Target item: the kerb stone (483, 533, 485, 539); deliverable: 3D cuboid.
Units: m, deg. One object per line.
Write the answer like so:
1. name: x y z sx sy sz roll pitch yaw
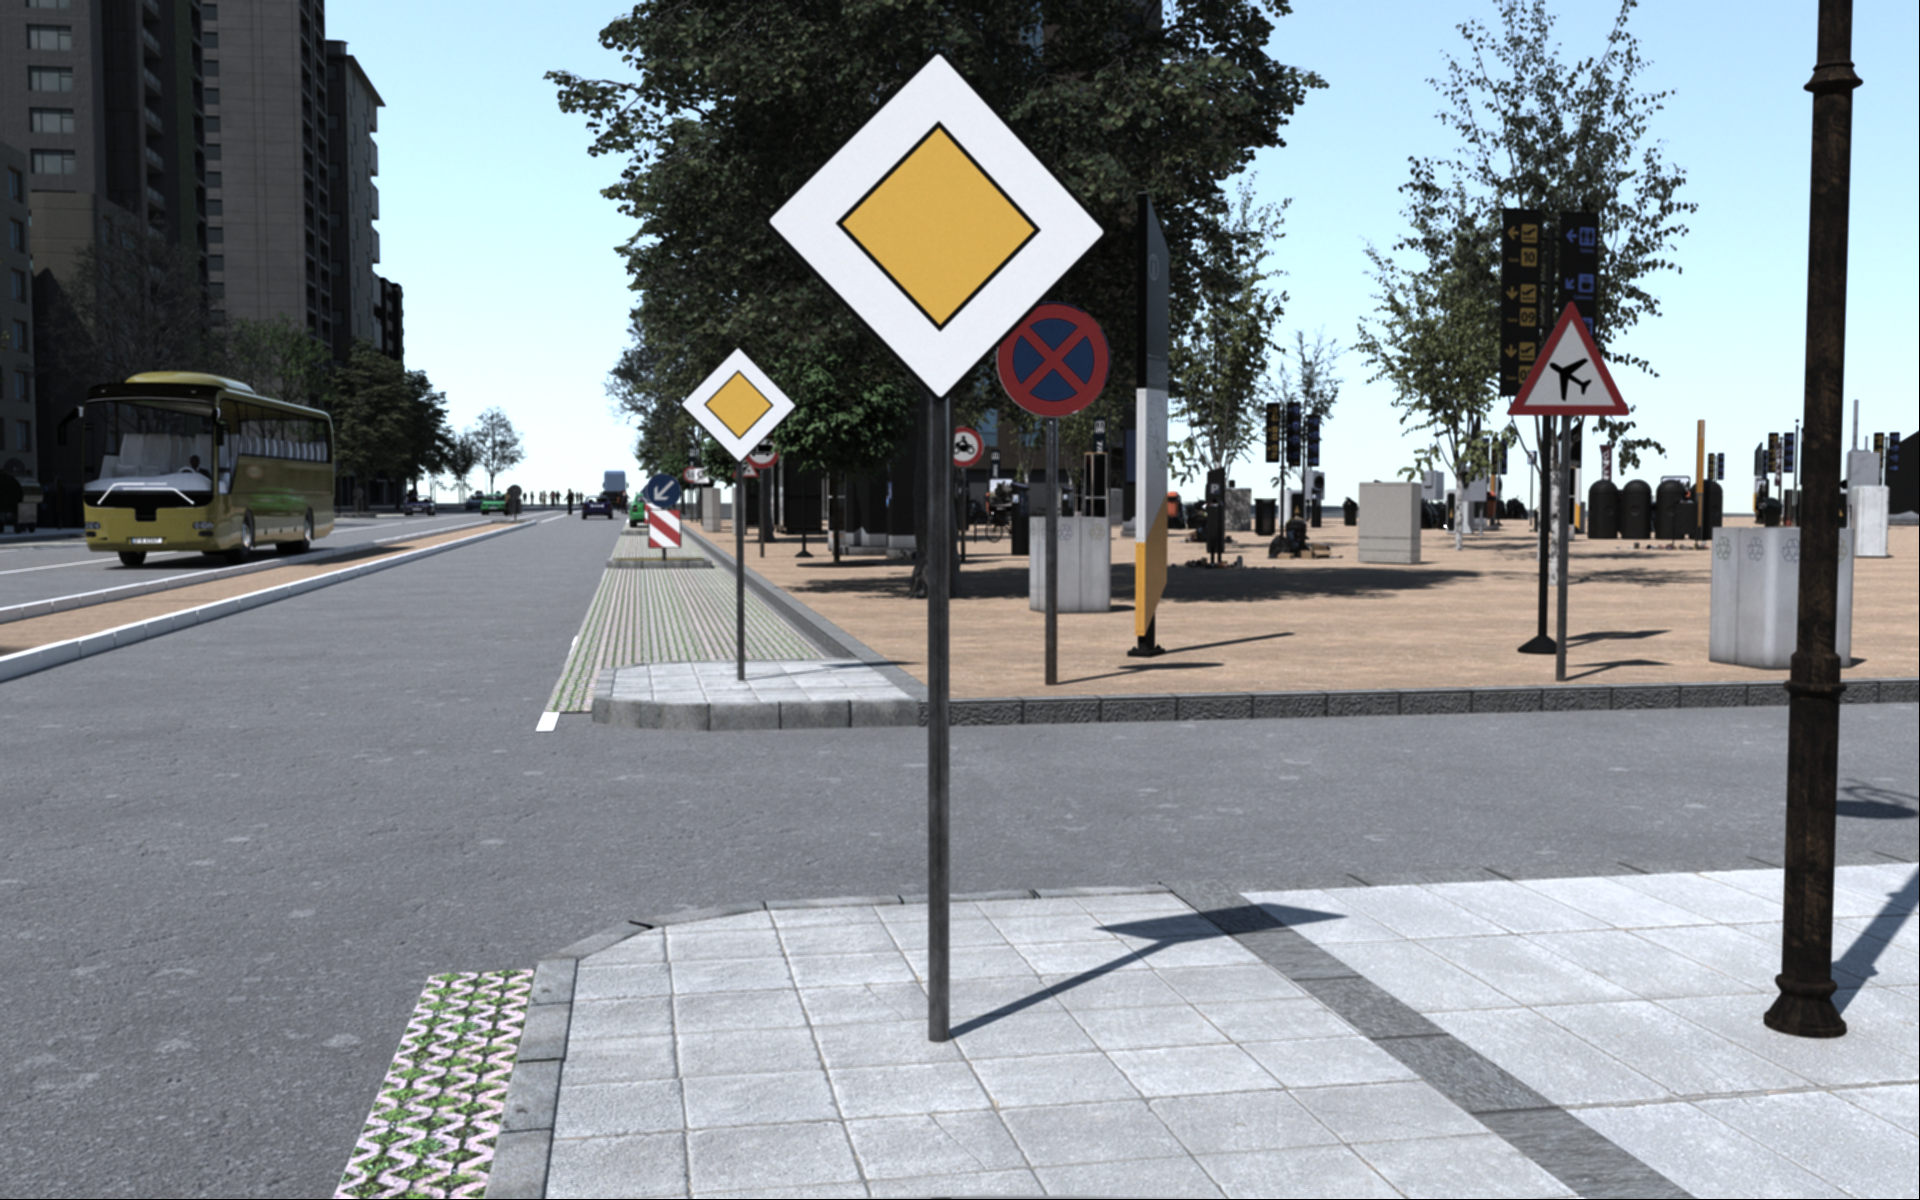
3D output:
1. kerb stone: -14.988 -1.946 54.004 0.120 0.150 1.000 -1 4 -10

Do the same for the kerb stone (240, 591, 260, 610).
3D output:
1. kerb stone: -8.996 0.027 21.749 0.120 0.150 1.000 -1 4 -10

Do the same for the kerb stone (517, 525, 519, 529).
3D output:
1. kerb stone: -17.790 -2.869 69.107 0.120 0.150 1.000 -1 4 -10

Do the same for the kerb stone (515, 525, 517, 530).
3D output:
1. kerb stone: -17.604 -2.807 68.097 0.120 0.150 1.000 -1 4 -10

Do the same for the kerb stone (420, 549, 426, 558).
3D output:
1. kerb stone: -12.179 -1.021 38.885 0.120 0.150 1.000 -1 4 -10

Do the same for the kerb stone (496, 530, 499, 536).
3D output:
1. kerb stone: -15.915 -2.253 59.035 0.120 0.150 1.000 -1 4 -10

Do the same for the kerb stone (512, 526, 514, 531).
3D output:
1. kerb stone: -17.228 -2.681 66.081 0.120 0.150 1.000 -1 4 -10

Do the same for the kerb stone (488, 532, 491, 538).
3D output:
1. kerb stone: -15.363 -2.068 56.014 0.120 0.150 1.000 -1 4 -10

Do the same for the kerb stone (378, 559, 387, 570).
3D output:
1. kerb stone: -11.056 -0.651 32.838 0.120 0.150 1.000 -1 4 -10

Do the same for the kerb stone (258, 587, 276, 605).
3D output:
1. kerb stone: -9.185 -0.034 22.753 0.120 0.150 1.000 -1 4 -10

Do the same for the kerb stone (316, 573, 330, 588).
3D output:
1. kerb stone: -9.937 -0.279 26.792 0.120 0.150 1.000 -1 4 -10

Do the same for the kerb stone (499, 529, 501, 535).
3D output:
1. kerb stone: -16.111 -2.315 60.038 0.120 0.150 1.000 -1 4 -10

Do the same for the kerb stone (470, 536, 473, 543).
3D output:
1. kerb stone: -14.237 -1.699 49.971 0.120 0.150 1.000 -1 4 -10

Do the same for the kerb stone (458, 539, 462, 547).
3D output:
1. kerb stone: -13.681 -1.514 46.950 0.120 0.150 1.000 -1 4 -10

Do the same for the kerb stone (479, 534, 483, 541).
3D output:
1. kerb stone: -14.795 -1.884 52.994 0.120 0.150 1.000 -1 4 -10

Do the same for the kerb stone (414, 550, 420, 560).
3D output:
1. kerb stone: -11.997 -0.959 37.879 0.120 0.150 1.000 -1 4 -10

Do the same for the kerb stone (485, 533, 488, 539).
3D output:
1. kerb stone: -15.174 -2.007 55.009 0.120 0.150 1.000 -1 4 -10

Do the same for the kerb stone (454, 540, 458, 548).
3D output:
1. kerb stone: -13.493 -1.453 45.946 0.120 0.150 1.000 -1 4 -10

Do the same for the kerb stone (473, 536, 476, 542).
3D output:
1. kerb stone: -14.428 -1.760 50.983 0.120 0.150 1.000 -1 4 -10

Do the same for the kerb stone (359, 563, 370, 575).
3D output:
1. kerb stone: -10.681 -0.528 30.827 0.120 0.150 1.000 -1 4 -10

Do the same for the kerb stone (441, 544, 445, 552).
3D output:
1. kerb stone: -12.937 -1.268 42.922 0.120 0.150 1.000 -1 4 -10

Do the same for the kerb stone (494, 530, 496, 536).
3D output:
1. kerb stone: -15.726 -2.192 58.031 0.120 0.150 1.000 -1 4 -10

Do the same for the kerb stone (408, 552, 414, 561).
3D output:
1. kerb stone: -11.804 -0.898 36.875 0.120 0.150 1.000 -1 4 -10

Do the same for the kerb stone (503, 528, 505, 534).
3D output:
1. kerb stone: -16.478 -2.438 62.051 0.120 0.150 1.000 -1 4 -10

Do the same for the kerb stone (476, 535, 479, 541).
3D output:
1. kerb stone: -14.609 -1.822 51.989 0.120 0.150 1.000 -1 4 -10

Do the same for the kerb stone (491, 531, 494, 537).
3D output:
1. kerb stone: -15.543 -2.130 57.020 0.120 0.150 1.000 -1 4 -10

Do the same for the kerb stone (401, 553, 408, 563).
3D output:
1. kerb stone: -11.621 -0.836 35.867 0.120 0.150 1.000 -1 4 -10

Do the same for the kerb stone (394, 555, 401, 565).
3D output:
1. kerb stone: -11.430 -0.769 34.854 0.120 0.150 1.000 -1 4 -10

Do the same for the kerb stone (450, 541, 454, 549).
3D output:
1. kerb stone: -13.306 -1.391 44.940 0.120 0.150 1.000 -1 4 -10

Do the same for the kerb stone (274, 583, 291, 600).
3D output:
1. kerb stone: -9.371 -0.096 23.760 0.120 0.150 1.000 -1 4 -10

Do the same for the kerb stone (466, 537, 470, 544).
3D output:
1. kerb stone: -14.048 -1.635 48.961 0.120 0.150 1.000 -1 4 -10

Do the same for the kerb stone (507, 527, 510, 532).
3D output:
1. kerb stone: -16.854 -2.561 64.065 0.120 0.150 1.000 -1 4 -10

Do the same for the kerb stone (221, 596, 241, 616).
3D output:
1. kerb stone: -8.812 0.089 20.737 0.120 0.150 1.000 -1 4 -10

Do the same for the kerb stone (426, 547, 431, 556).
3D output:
1. kerb stone: -12.362 -1.082 39.891 0.120 0.150 1.000 -1 4 -10

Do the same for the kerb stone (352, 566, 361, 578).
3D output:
1. kerb stone: -10.500 -0.462 29.819 0.120 0.150 1.000 -1 4 -10

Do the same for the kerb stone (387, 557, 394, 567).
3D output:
1. kerb stone: -11.242 -0.712 33.843 0.120 0.150 1.000 -1 4 -10

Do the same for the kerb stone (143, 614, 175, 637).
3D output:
1. kerb stone: -8.248 0.274 17.716 0.120 0.150 1.000 -1 4 -10

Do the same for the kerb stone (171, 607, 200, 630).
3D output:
1. kerb stone: -8.434 0.213 18.721 0.120 0.150 1.000 -1 4 -10

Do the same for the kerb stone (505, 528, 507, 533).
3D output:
1. kerb stone: -16.673 -2.499 63.059 0.120 0.150 1.000 -1 4 -10

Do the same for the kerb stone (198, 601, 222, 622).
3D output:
1. kerb stone: -8.618 0.151 19.734 0.120 0.150 1.000 -1 4 -10

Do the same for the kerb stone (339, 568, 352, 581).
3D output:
1. kerb stone: -10.306 -0.404 28.811 0.120 0.150 1.000 -1 4 -10

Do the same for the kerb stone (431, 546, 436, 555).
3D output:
1. kerb stone: -12.552 -1.141 40.900 0.120 0.150 1.000 -1 4 -10

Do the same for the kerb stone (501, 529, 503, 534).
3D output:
1. kerb stone: -16.305 -2.376 61.042 0.120 0.150 1.000 -1 4 -10

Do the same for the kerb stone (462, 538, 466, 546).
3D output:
1. kerb stone: -13.864 -1.572 47.956 0.120 0.150 1.000 -1 4 -10

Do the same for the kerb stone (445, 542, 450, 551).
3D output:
1. kerb stone: -13.115 -1.329 43.931 0.120 0.150 1.000 -1 4 -10

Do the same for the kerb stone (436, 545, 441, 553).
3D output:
1. kerb stone: -12.740 -1.201 41.916 0.120 0.150 1.000 -1 4 -10

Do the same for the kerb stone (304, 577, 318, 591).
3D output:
1. kerb stone: -9.745 -0.219 25.775 0.120 0.150 1.000 -1 4 -10

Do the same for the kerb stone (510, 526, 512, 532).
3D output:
1. kerb stone: -17.041 -2.617 65.077 0.120 0.150 1.000 -1 4 -10

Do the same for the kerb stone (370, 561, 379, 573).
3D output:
1. kerb stone: -10.866 -0.586 31.834 0.120 0.150 1.000 -1 4 -10

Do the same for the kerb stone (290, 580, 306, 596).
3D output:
1. kerb stone: -9.554 -0.157 24.771 0.120 0.150 1.000 -1 4 -10

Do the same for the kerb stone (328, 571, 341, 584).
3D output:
1. kerb stone: -10.127 -0.343 27.805 0.120 0.150 1.000 -1 4 -10
